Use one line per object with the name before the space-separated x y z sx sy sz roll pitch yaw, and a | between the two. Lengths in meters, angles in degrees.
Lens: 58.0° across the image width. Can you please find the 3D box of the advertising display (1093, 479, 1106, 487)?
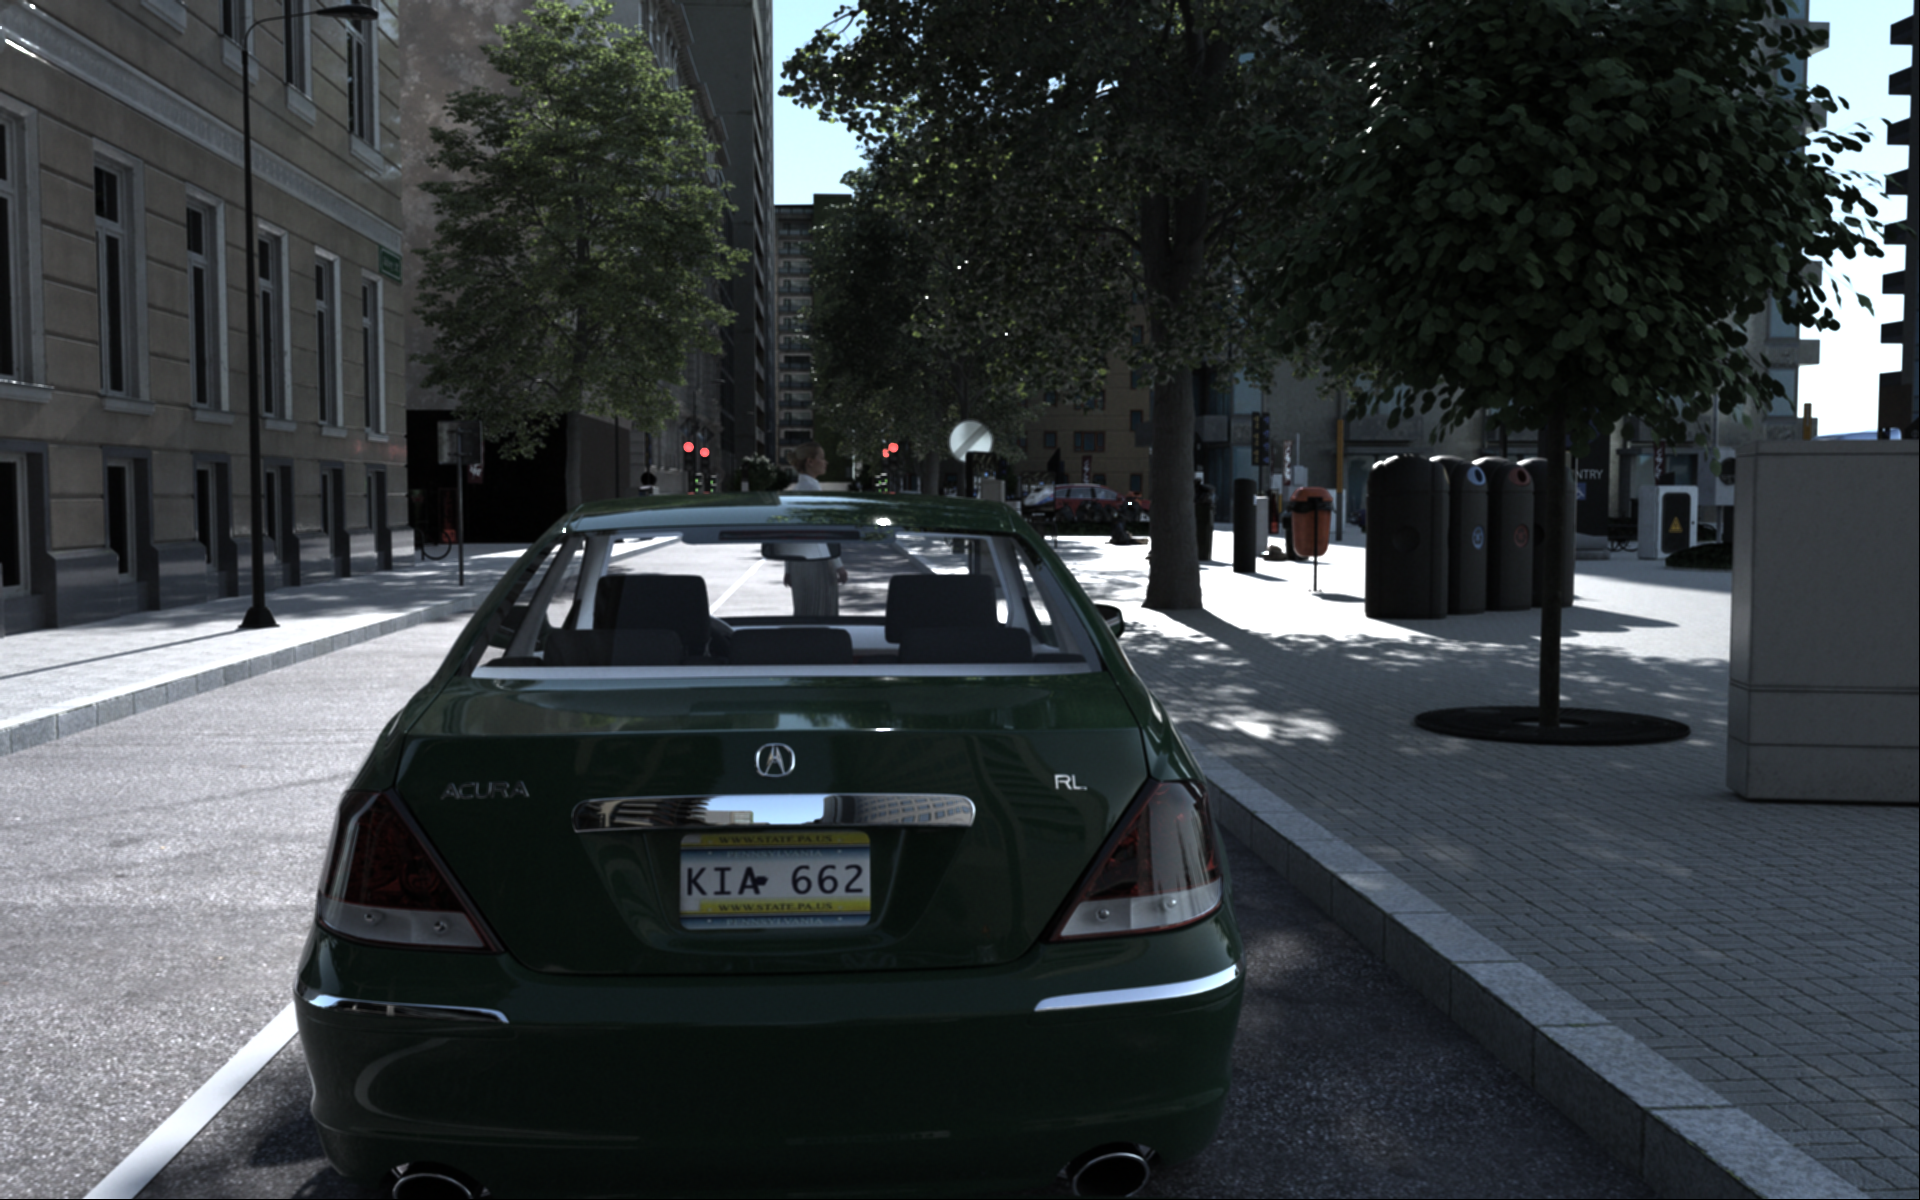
advertising display | 6.184 -4.390 76.988 0.123 1.923 0.974 2 4 34

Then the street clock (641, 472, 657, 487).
street clock | -10.195 -3.193 56.777 0.471 2.002 0.358 1 4 8

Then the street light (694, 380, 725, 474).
street light | -10.292 -6.011 70.821 1.470 5.913 1.316 0 4 -4

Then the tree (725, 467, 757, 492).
tree | -15.572 -7.785 121.889 1.663 3.219 1.824 0 3 0

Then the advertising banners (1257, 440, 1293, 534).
advertising banners | 10.033 -3.622 55.407 2.074 3.025 0.090 -3 5 -43

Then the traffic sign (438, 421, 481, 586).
traffic sign | -6.969 -1.347 24.151 0.606 2.300 0.079 0 4 2

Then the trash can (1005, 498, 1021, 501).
trash can | 2.191 -3.654 71.391 0.748 1.137 0.748 0 3 0

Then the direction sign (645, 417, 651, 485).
direction sign | -9.032 -3.559 50.187 0.379 3.537 0.876 0 4 -1

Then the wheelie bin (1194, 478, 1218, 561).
wheelie bin | 4.625 -1.571 33.589 0.693 1.594 0.980 1 4 15

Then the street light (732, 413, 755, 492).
street light | -12.470 -7.740 99.095 1.470 5.913 1.316 0 4 -4

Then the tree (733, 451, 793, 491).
tree | -15.377 -8.971 130.397 4.285 4.588 4.351 0 3 0

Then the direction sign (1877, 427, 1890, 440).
direction sign | 31.520 -4.110 59.189 0.379 3.537 0.876 0 4 5

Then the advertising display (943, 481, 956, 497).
advertising display | -0.324 -4.867 84.793 0.974 1.923 0.123 0 4 7

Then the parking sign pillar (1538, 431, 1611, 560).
parking sign pillar | 12.101 -2.794 34.159 1.447 3.967 1.447 0 4 -4

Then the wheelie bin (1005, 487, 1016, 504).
wheelie bin | 2.862 -5.629 99.942 0.980 1.594 0.693 3 5 45

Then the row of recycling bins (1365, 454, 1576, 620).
row of recycling bins | 5.596 -0.726 18.983 3.534 1.692 1.069 -3 5 -43

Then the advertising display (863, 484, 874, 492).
advertising display | -5.864 -6.458 110.803 0.123 1.923 0.974 3 4 37

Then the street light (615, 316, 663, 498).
street light | -8.410 -4.444 45.195 1.470 5.913 1.316 0 4 -4

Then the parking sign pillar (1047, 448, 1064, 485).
parking sign pillar | 5.606 -6.912 101.481 1.447 3.967 1.447 -2 4 -26

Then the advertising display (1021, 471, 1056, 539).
advertising display | 2.206 -2.672 48.902 0.974 1.923 0.123 0 4 -6

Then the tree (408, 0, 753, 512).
tree | -8.431 -7.420 39.440 7.486 12.596 7.792 0 3 0

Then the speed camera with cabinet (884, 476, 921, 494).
speed camera with cabinet | -3.073 -5.904 90.858 2.038 3.252 0.660 0 4 -8

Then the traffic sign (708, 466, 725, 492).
traffic sign | -11.166 -4.856 79.501 0.768 2.556 0.104 0 4 2

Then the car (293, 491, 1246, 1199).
car | -0.470 0.409 5.111 2.131 1.459 4.920 0 4 -4

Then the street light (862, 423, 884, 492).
street light | -4.518 -7.140 89.278 1.470 5.913 1.316 0 4 -4

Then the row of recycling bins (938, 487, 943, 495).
row of recycling bins | 0.416 -5.619 98.989 3.534 1.692 1.069 -1 4 -10

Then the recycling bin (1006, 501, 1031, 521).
recycling bin | 2.112 -3.025 62.007 0.722 1.027 0.722 -2 4 -34

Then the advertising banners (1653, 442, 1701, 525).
advertising banners | 23.514 -3.713 56.889 0.090 3.025 2.074 -1 4 -22

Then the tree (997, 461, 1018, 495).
tree | 2.498 -5.871 90.600 1.663 3.219 1.824 0 3 0

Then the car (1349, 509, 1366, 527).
car | 17.481 -3.428 68.626 3.894 1.354 1.945 0 4 -4

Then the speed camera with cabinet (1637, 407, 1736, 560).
speed camera with cabinet | 14.397 -2.431 34.079 2.038 3.252 0.660 -1 4 -17

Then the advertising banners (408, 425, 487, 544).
advertising banners | -13.076 -2.931 44.117 2.074 3.025 0.090 0 4 -5

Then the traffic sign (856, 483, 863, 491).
traffic sign | -8.145 -8.635 141.290 0.768 2.556 0.104 0 4 -2

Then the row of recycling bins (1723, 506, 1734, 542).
row of recycling bins | 20.509 -2.197 43.035 1.069 1.692 3.534 -2 4 -26

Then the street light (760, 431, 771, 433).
street light | -14.588 -9.479 127.529 1.470 5.913 1.316 0 4 -4

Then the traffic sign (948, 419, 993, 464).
traffic sign | 0.181 -1.806 29.631 0.768 2.556 0.104 0 4 -1

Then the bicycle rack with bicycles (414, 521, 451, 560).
bicycle rack with bicycles | -11.489 -1.189 32.817 2.925 0.926 2.852 0 4 7

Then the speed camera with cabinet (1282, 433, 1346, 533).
speed camera with cabinet | 11.625 -3.826 56.889 2.038 3.252 0.660 -1 4 -14

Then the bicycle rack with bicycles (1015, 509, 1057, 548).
bicycle rack with bicycles | 1.092 -1.722 41.537 2.852 0.926 2.925 -1 4 -17

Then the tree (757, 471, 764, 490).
tree | -15.040 -7.943 124.470 1.663 3.219 1.824 0 3 0

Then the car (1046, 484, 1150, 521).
car | 5.300 -3.588 67.331 5.304 1.827 2.281 0 4 -3

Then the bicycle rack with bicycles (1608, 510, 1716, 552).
bicycle rack with bicycles | 14.856 -1.512 38.111 2.925 0.926 2.852 3 5 39

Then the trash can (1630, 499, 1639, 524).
trash can | 21.682 -2.661 55.158 0.748 1.137 0.748 0 3 0

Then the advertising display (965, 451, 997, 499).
advertising display | 0.327 -1.300 26.469 0.123 1.923 0.974 1 4 23

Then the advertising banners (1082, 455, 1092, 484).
advertising banners | 5.086 -5.034 78.490 2.074 3.025 0.090 2 4 35

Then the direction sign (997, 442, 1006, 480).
direction sign | 1.716 -5.029 74.221 0.379 3.537 0.876 -3 4 -36

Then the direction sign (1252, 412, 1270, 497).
direction sign | 8.312 -3.422 47.946 0.379 3.537 0.876 3 5 40

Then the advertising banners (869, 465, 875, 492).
advertising banners | -5.312 -6.526 102.887 0.090 3.025 2.074 -1 4 -16

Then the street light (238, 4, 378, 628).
street light | -6.223 -2.693 16.566 1.470 5.913 1.316 0 4 -4
